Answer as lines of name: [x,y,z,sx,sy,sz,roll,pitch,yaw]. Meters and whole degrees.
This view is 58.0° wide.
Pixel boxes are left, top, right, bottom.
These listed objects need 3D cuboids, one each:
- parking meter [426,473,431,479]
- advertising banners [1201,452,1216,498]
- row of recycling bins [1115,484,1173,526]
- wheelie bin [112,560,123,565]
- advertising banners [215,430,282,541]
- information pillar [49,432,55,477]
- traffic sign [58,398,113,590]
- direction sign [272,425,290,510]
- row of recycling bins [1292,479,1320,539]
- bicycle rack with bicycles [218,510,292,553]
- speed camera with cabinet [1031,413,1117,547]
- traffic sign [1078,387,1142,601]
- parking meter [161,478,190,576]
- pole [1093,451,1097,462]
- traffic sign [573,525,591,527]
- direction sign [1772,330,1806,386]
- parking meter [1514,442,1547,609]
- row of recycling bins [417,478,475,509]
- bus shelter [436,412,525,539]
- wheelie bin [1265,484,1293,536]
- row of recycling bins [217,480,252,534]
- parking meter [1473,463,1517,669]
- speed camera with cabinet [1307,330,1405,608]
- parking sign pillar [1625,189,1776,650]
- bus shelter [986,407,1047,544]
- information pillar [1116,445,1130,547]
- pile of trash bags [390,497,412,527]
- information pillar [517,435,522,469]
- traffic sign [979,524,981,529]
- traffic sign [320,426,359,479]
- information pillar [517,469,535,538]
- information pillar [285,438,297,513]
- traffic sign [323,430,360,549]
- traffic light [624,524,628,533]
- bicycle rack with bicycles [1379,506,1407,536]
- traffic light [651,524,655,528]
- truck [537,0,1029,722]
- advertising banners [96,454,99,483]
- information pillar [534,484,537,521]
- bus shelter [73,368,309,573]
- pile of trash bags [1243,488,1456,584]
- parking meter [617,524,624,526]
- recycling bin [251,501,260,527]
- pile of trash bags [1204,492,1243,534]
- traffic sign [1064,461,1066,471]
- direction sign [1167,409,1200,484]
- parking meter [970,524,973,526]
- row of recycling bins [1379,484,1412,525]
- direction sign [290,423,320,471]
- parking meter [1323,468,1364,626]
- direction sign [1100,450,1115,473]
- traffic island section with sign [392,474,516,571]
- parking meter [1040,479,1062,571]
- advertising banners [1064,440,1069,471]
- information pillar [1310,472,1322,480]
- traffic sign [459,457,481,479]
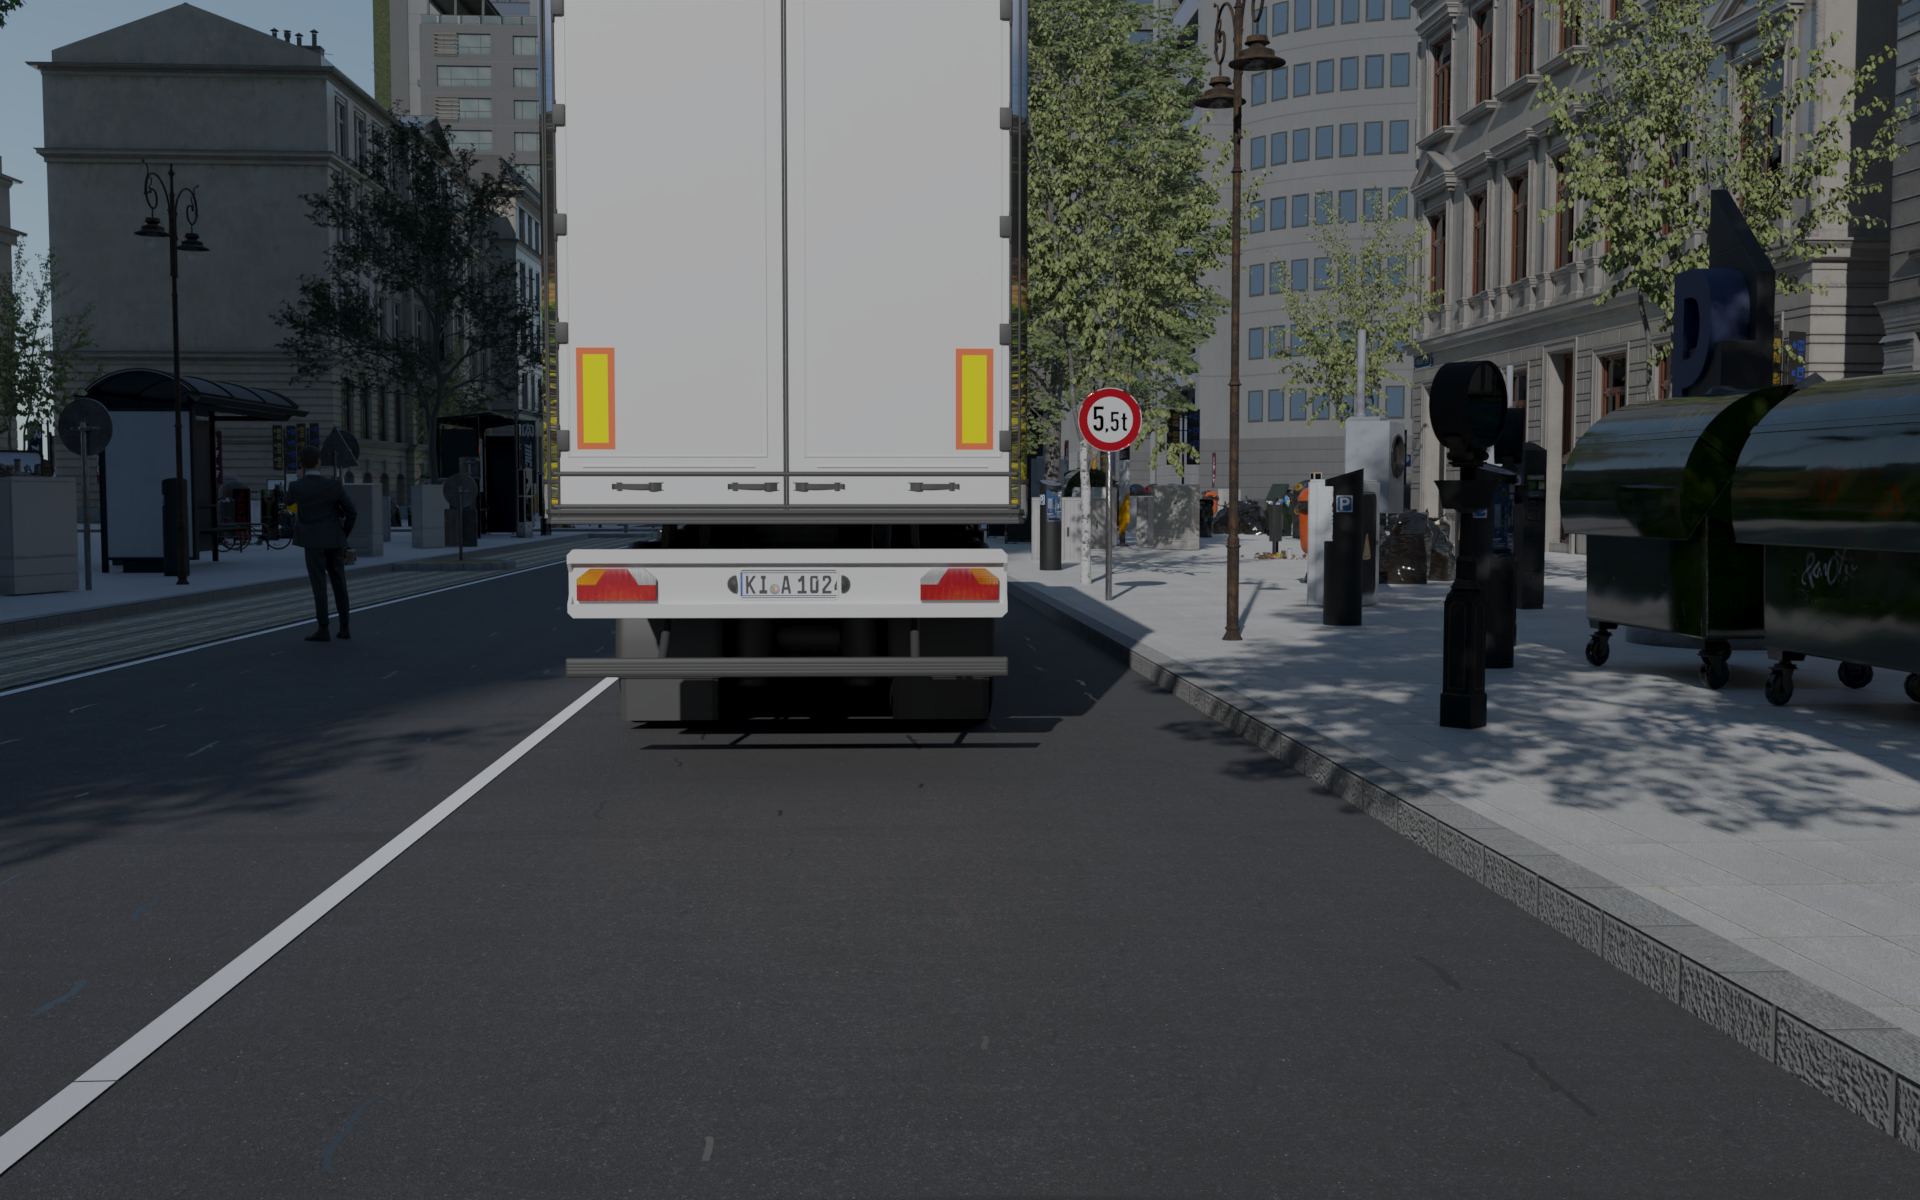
parking meter: [-14.833,-2.625,48.635,0.255,1.863,0.399,-1,4,-9]
advertising banners: [10.595,-4.746,73.777,0.090,3.025,2.074,0,4,-7]
row of recycling bins: [7.310,-3.788,69.050,3.534,1.692,1.069,3,5,41]
wheelie bin: [-15.062,-1.436,31.389,0.693,1.594,0.980,0,4,4]
advertising banners: [-19.775,-3.151,47.708,2.074,3.025,0.090,0,4,-4]
information pillar: [-34.245,-4.528,65.382,0.183,3.616,0.504,-1,4,-18]
traffic sign: [-11.642,-1.404,23.063,0.768,2.556,0.104,0,4,5]
direction sign: [-22.256,-3.983,57.121,0.379,3.537,0.876,2,4,32]
row of recycling bins: [10.029,-2.543,48.690,1.069,1.692,3.534,0,4,3]
bicycle rack with bicycles: [-16.844,-1.558,38.851,2.925,0.926,2.852,0,4,-2]
speed camera with cabinet: [2.794,-2.939,42.388,2.038,3.252,0.660,1,4,23]
traffic sign: [1.792,-1.265,20.795,0.768,2.556,0.104,0,4,-2]
parking meter: [-12.266,-1.142,27.086,0.372,1.533,0.369,0,3,0]
pole: [6.371,-5.390,81.963,0.158,3.312,0.155,0,3,0]
traffic sign: [-14.892,-4.540,68.099,2.265,3.308,0.079,0,4,3]
direction sign: [11.431,-1.962,24.073,0.876,3.537,0.379,-2,4,-31]
parking meter: [6.350,-0.834,19.345,0.255,1.863,0.399,0,4,-6]
row of recycling bins: [-13.326,-2.296,44.646,1.069,1.692,3.534,-2,4,-29]
bus shelter: [-14.420,-3.744,52.489,1.731,3.624,6.357,0,4,-3]
wheelie bin: [9.716,-2.735,52.627,0.693,1.594,0.980,-3,5,-41]
row of recycling bins: [-22.417,-2.792,52.770,1.069,1.692,3.534,-2,4,-33]
parking meter: [3.927,-0.271,12.850,0.372,1.533,0.369,0,3,0]
speed camera with cabinet: [4.663,-1.585,20.249,0.660,3.252,2.038,2,4,29]
parking sign pillar: [6.504,-1.611,14.807,1.447,3.967,1.447,0,4,7]
bus shelter: [1.464,-3.445,47.607,1.731,3.624,6.357,0,4,-4]
information pillar: [4.009,-3.114,42.269,0.183,3.616,0.504,-1,4,-18]
pile of trash bags: [-21.134,-3.562,67.985,3.447,1.369,1.912,0,4,-5]
information pillar: [-16.450,-4.505,65.007,0.504,3.616,0.183,-3,5,-40]
traffic sign: [0.627,-3.328,54.511,0.768,2.556,0.104,0,4,3]
traffic sign: [-12.009,-2.038,33.326,0.884,2.594,0.081,0,4,-1]
information pillar: [-12.744,-2.830,50.764,0.304,2.012,0.304,3,4,36]
information pillar: [-27.432,-4.868,70.950,0.504,3.616,0.183,0,4,6]
traffic sign: [-12.333,-2.106,34.535,0.768,2.556,0.104,0,4,4]
traffic light: [-11.074,-4.187,57.382,0.839,4.253,0.868,0,4,-4]
bicycle rack with bicycles: [13.197,-2.361,51.986,2.925,0.926,2.852,3,5,45]
traffic light: [-11.587,-4.675,65.350,0.839,4.253,0.868,0,4,-4]
truck: [-1.069,-1.548,14.218,2.839,4.237,11.283,0,4,-2]
advertising banners: [-21.264,-2.923,43.974,0.090,3.025,2.074,1,4,13]
information pillar: [-20.419,-5.605,82.988,0.183,3.616,0.504,-2,4,-31]
bus shelter: [-13.356,-2.243,30.592,2.014,3.302,5.546,0,4,-4]
pile of trash bags: [5.827,-0.935,25.047,1.912,1.369,3.447,3,4,39]
parking meter: [-13.718,-3.942,70.170,0.399,1.863,0.255,1,4,8]
recycling bin: [-27.859,-3.370,67.653,0.722,1.027,0.722,1,4,19]
pile of trash bags: [9.699,-2.824,55.933,1.912,1.369,3.447,3,5,44]
traffic sign: [2.943,-3.106,52.918,0.606,2.300,0.079,0,4,4]
direction sign: [5.947,-3.315,46.193,0.876,3.537,0.379,1,4,9]
parking meter: [0.337,-2.933,56.365,0.372,1.533,0.369,0,3,0]
row of recycling bins: [18.260,-3.807,69.361,3.534,1.692,1.069,0,4,-6]
direction sign: [-20.837,-3.878,55.409,0.876,3.537,0.379,1,4,21]
parking meter: [3.754,-0.523,16.959,0.372,1.533,0.369,0,3,0]
direction sign: [6.270,-4.994,73.645,0.876,3.537,0.379,-3,5,-41]
traffic island section with sign: [-9.535,-1.482,32.864,1.989,1.847,2.006,0,4,-4]
parking meter: [1.526,-1.268,29.135,0.372,1.533,0.369,0,3,0]
advertising banners: [3.605,-3.625,55.458,0.090,3.025,2.074,-1,4,-11]
information pillar: [11.995,-3.298,58.413,0.304,2.012,0.304,-1,4,-17]
traffic sign: [-13.457,-2.781,47.597,0.606,2.300,0.079,0,4,3]
